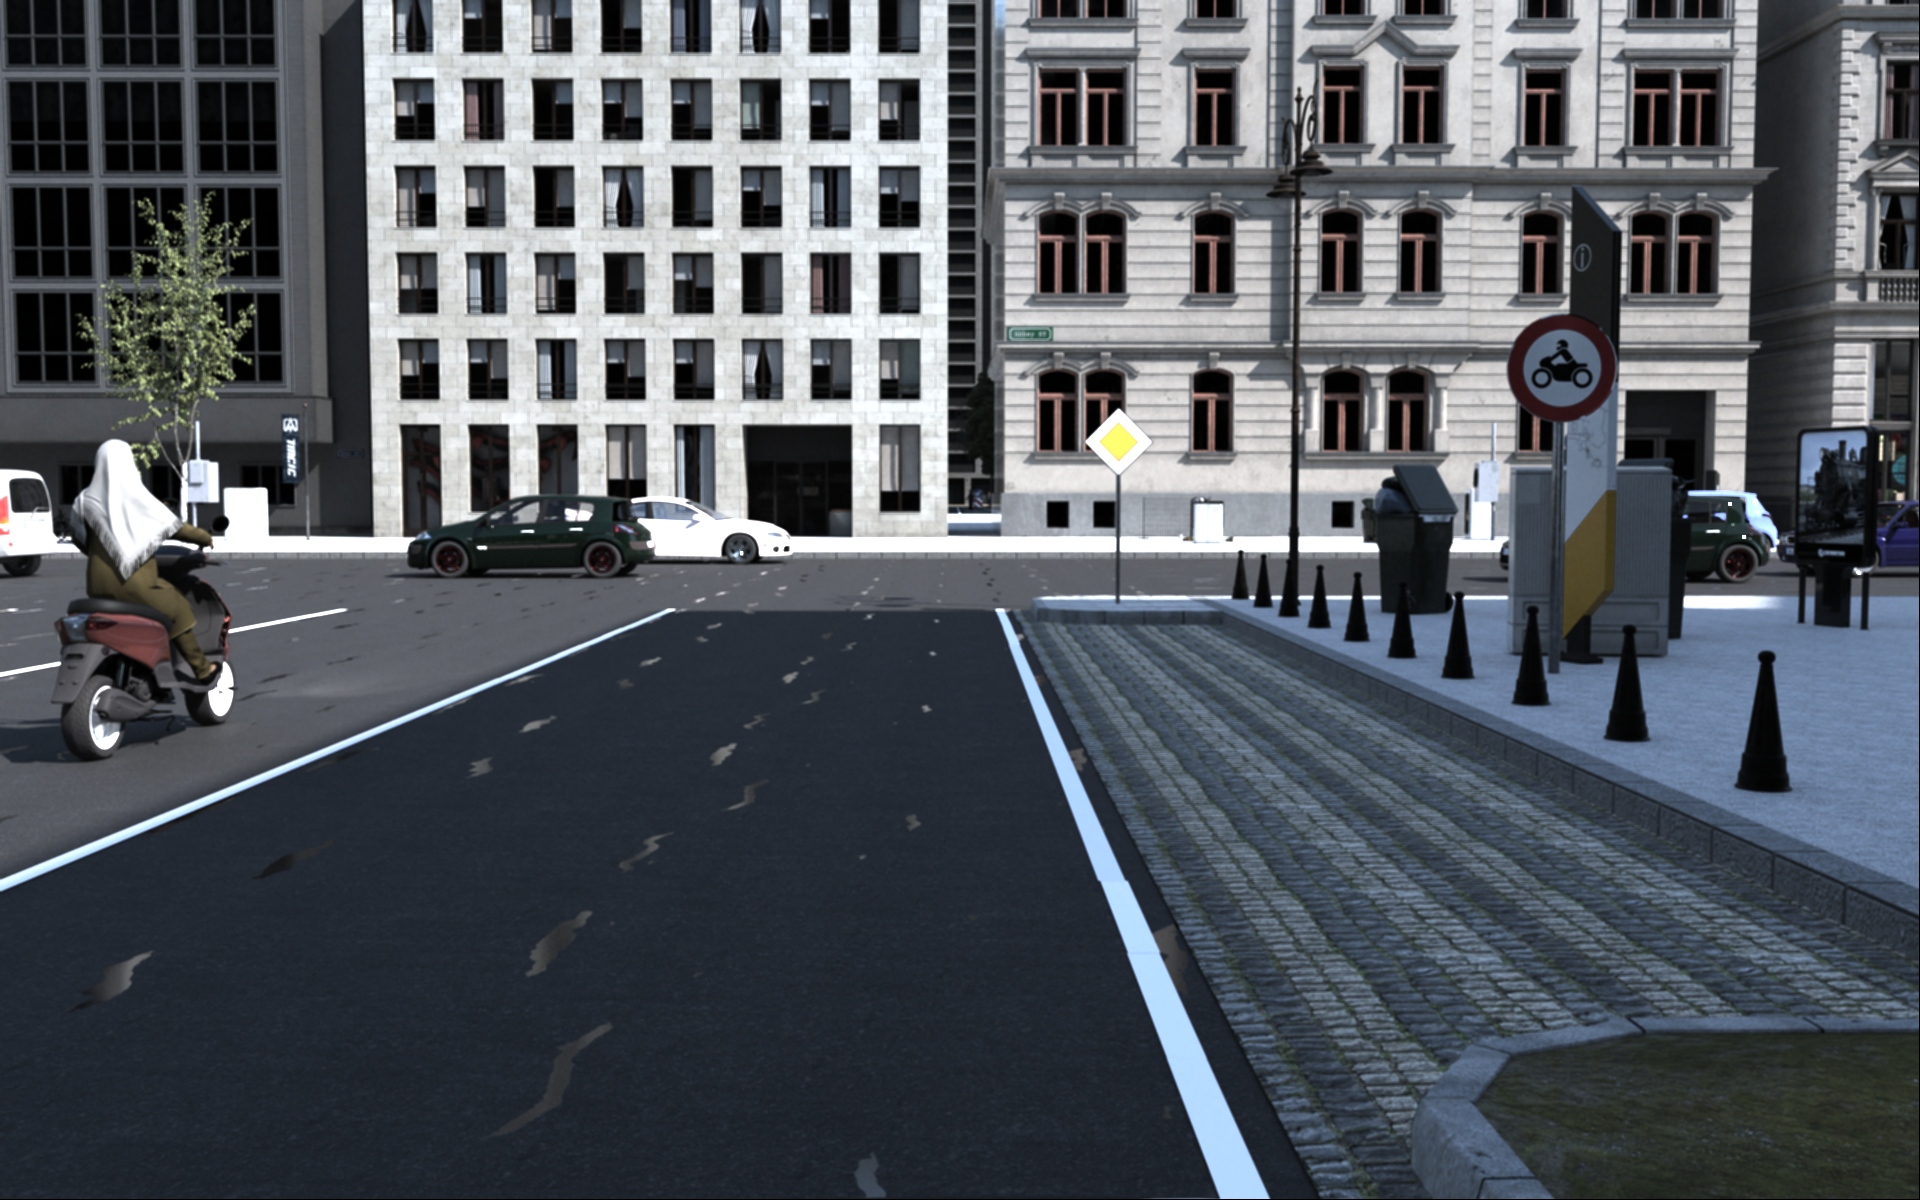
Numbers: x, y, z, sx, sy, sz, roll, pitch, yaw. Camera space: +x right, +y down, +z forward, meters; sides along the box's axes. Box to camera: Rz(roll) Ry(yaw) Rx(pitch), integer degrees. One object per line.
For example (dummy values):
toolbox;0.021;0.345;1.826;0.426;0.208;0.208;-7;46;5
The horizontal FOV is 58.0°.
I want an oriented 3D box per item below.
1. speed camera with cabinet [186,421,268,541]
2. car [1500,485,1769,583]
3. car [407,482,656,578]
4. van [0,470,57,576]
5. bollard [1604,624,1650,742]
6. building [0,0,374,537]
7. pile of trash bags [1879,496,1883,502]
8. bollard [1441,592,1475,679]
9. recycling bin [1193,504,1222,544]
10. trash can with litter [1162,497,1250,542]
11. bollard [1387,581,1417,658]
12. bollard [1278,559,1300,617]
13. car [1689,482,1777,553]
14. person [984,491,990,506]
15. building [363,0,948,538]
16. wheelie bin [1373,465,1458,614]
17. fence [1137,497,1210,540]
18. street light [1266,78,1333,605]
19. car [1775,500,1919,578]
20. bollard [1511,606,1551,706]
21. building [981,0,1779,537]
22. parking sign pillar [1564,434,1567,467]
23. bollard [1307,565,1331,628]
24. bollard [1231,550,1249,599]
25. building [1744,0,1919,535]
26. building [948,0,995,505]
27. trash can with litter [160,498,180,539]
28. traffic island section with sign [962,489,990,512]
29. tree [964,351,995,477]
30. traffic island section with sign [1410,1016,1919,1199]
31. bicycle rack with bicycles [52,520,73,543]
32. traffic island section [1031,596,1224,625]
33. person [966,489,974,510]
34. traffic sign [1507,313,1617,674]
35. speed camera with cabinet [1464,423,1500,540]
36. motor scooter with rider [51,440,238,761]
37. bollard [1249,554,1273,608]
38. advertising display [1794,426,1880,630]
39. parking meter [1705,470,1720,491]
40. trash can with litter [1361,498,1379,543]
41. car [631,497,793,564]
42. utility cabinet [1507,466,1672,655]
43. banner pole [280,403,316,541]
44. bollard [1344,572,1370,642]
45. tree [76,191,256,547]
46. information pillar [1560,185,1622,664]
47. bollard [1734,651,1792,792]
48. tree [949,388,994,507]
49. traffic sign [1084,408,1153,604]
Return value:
speed camera with cabinet;-20.026;-3.238;47.284;2.038;3.252;0.660;0;4;4
car;11.095;-1.146;28.525;4.222;1.686;2.009;0;4;-1
car;-7.443;-1.247;30.181;4.222;1.686;2.009;0;4;1
van;-17.853;-1.389;29.722;4.112;2.044;2.013;0;4;2
bollard;3.494;0.427;9.056;0.229;0.601;0.229;0;3;0
building;-29.565;-16.087;56.523;24.014;27.812;14.314;0;4;0
pile of trash bags;23.818;-2.210;45.889;3.447;1.369;1.912;-3;5;-43
bollard;3.482;0.241;12.097;0.229;0.601;0.229;0;3;0
recycling bin;6.383;-1.962;44.629;0.722;1.027;0.722;0;4;7
trash can with litter;6.689;-2.167;46.481;2.233;1.210;1.678;3;5;42
bollard;3.476;0.149;13.607;0.229;0.601;0.229;0;3;0
bollard;3.451;-0.129;18.154;0.229;0.601;0.229;0;3;0
car;15.622;-1.707;37.493;3.694;1.707;1.945;0;4;1
person;3.280;-11.467;196.713;1.217;1.735;0.721;1;4;22
building;-8.773;-12.265;55.285;16.860;20.320;10.420;0;4;0
wheelie bin;4.879;-0.661;18.709;0.980;1.594;0.693;-2;4;-33
fence;6.162;-2.324;49.207;2.264;1.192;0.480;-1;4;-21
street light;3.851;-2.878;19.837;0.468;5.910;1.993;0;4;0
car;16.557;-1.091;30.426;3.894;1.354;1.945;0;4;-2
bollard;3.494;0.334;10.579;0.229;0.601;0.229;0;3;0
building;12.316;-16.480;56.841;23.554;28.519;14.401;0;4;0
parking sign pillar;17.475;-3.668;48.450;1.447;3.967;1.447;-1;4;-16
bollard;3.457;-0.037;16.644;0.229;0.601;0.229;0;3;0
bollard;3.434;-0.315;21.187;0.229;0.601;0.229;0;3;0
building;34.696;-13.829;54.980;19.941;23.489;11.050;0;4;0
building;6.103;-47.728;218.603;20.611;71.187;20.563;0;4;0
trash can with litter;-22.404;-2.296;48.924;0.624;1.170;1.055;-2;4;-31
traffic island section with sign;1.336;-7.785;135.908;1.989;1.847;2.006;0;4;0
tree;4.293;-15.251;156.783;7.806;13.903;7.818;0;3;0
traffic island section with sign;1.951;0.332;3.196;1.989;1.847;2.006;0;4;0
bicycle rack with bicycles;-24.097;-1.984;45.821;2.925;0.926;2.852;-1;4;-13
traffic island section;1.868;0.121;20.306;2.009;0.180;2.903;0;4;0
person;0.830;-7.985;139.185;0.705;1.807;1.348;-2;4;-26
traffic sign;4.252;-0.747;12.326;0.768;2.556;0.104;0;4;3
speed camera with cabinet;14.724;-3.338;48.911;0.660;3.252;2.038;0;4;7
motor scooter with rider;-4.636;-0.061;9.965;0.876;1.779;1.986;0;4;1
bollard;3.445;-0.222;19.665;0.229;0.601;0.229;0;3;0
advertising display;8.467;-0.706;16.764;0.123;1.923;0.974;-1;4;-13
parking meter;18.566;-2.267;42.770;0.255;1.863;0.399;3;4;37
trash can with litter;11.098;-2.112;45.921;0.624;1.170;1.055;-1;4;-20
car;-5.921;-1.461;36.244;4.827;1.381;2.083;0;4;1
utility cabinet;4.988;-0.310;13.753;1.173;1.500;0.318;1;4;8
banner pole;-18.299;-3.538;47.856;0.863;3.779;0.401;-1;4;-10
bollard;3.471;0.056;15.133;0.229;0.601;0.229;0;3;0
tree;-19.099;-5.620;42.243;4.737;8.622;4.395;0;3;0
information pillar;4.747;-1.326;13.037;0.183;3.616;0.504;-1;4;-19
bollard;3.503;0.520;7.537;0.229;0.601;0.229;0;3;0
tree;3.251;-16.173;174.804;12.009;13.543;11.850;0;3;0
traffic sign;1.845;-1.014;20.229;0.795;2.450;0.064;0;4;0
